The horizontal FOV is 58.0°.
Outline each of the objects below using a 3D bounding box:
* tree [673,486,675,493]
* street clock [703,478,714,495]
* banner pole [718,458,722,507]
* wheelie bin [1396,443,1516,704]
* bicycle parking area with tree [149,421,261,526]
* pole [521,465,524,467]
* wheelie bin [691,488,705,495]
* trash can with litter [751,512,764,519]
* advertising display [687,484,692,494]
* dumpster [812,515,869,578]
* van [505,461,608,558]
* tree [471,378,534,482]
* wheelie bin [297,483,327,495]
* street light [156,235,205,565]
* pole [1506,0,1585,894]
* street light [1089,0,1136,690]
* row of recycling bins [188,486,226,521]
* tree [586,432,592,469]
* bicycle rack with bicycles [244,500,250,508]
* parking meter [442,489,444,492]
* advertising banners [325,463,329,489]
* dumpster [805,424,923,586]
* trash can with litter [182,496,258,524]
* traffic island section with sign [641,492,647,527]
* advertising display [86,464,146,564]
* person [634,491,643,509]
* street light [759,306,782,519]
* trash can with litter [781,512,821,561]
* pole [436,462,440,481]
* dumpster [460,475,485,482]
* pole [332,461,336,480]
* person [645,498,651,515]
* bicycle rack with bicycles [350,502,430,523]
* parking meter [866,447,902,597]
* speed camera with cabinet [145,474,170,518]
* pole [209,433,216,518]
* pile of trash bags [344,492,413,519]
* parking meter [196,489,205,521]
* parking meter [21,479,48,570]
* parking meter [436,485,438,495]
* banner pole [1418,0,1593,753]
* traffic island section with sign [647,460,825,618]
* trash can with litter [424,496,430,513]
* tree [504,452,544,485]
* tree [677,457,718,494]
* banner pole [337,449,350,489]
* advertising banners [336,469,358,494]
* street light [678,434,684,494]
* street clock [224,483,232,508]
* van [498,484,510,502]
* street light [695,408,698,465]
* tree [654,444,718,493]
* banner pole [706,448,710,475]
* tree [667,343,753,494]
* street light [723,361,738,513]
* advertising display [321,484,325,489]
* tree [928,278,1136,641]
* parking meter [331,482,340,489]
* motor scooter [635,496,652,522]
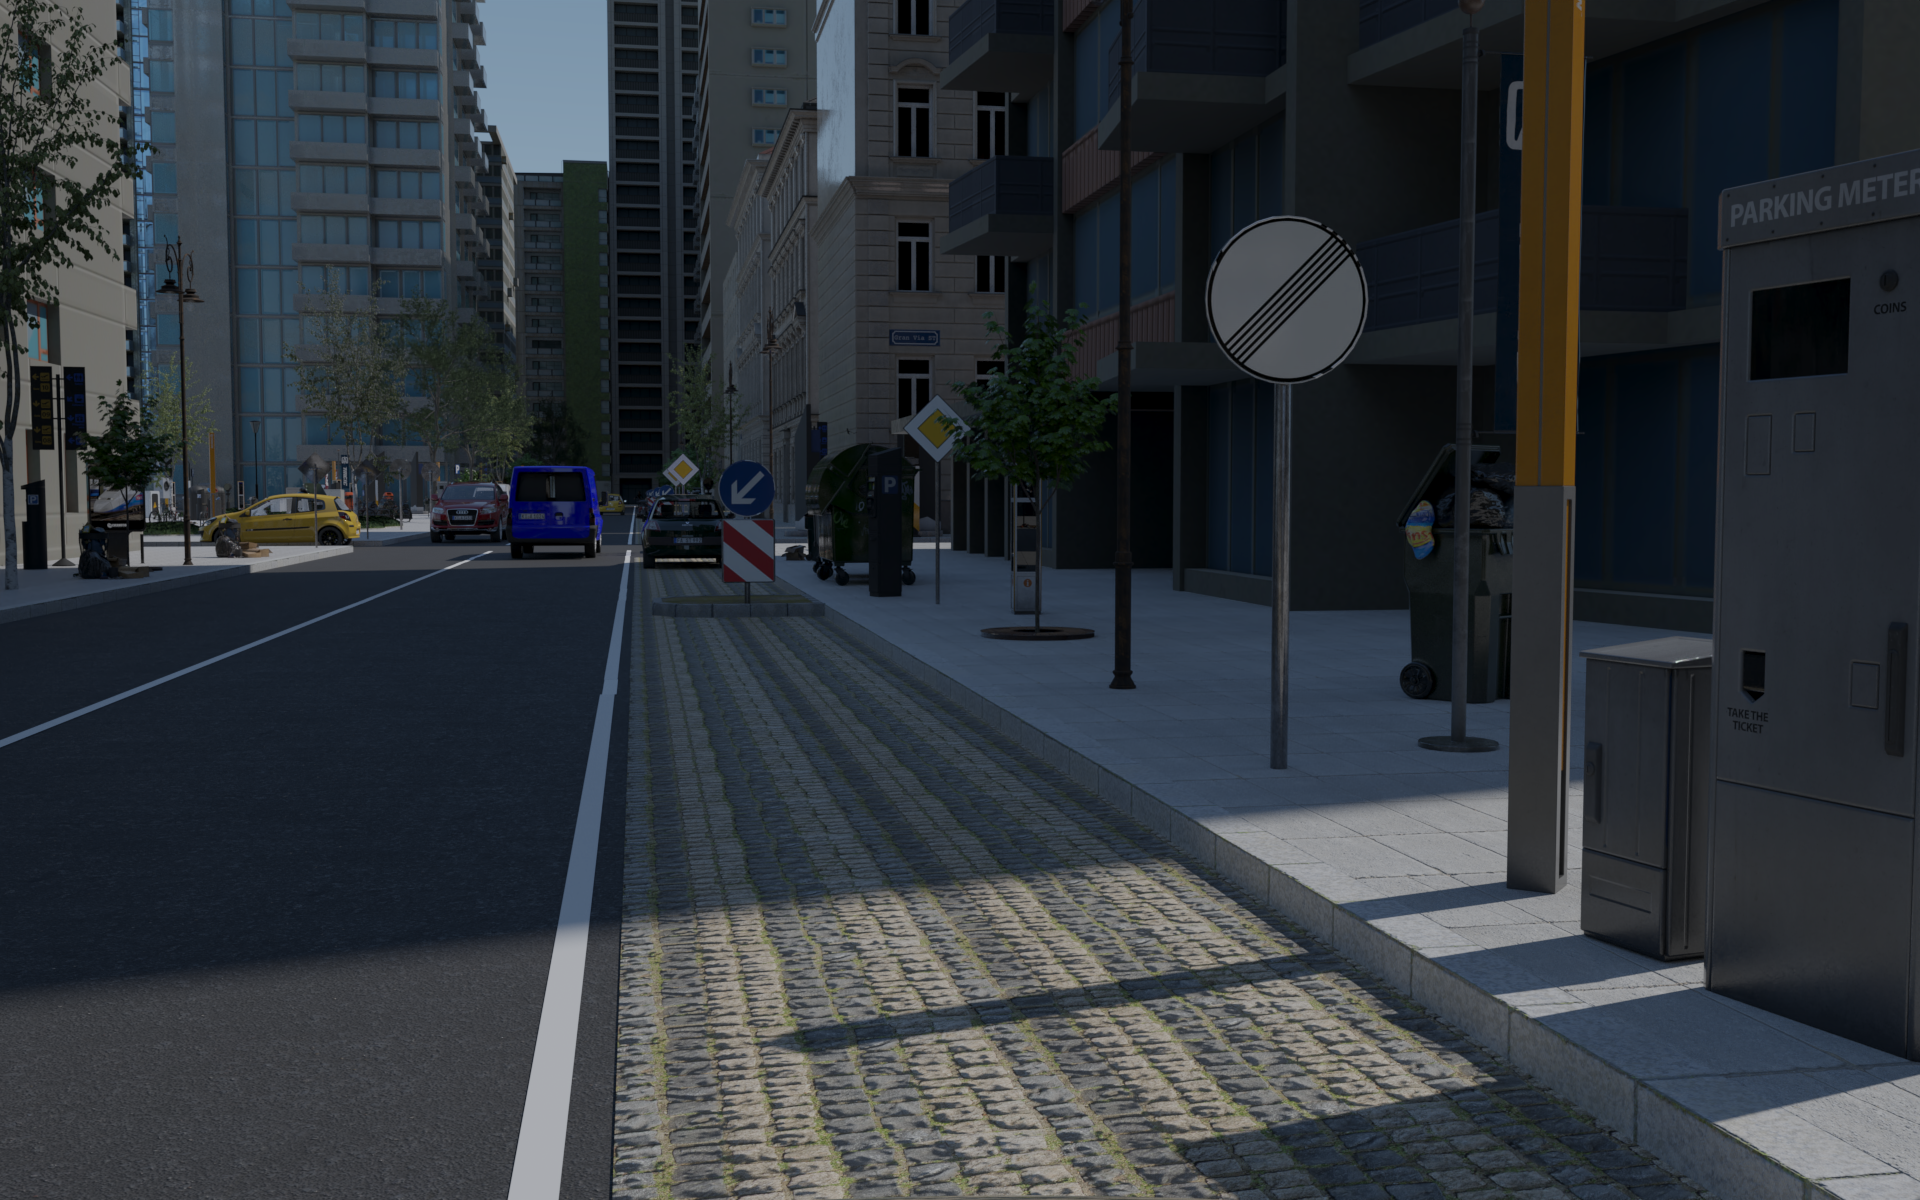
[{"bbox_3d":[-28.083,-10.860,172.166,1.663,3.219,1.824,0,3,0],"label":"tree"},{"bbox_3d":[-11.073,-4.383,76.225,0.471,2.002,0.358,-1,4,-11],"label":"street clock"},{"bbox_3d":[-16.183,-7.771,117.065,0.401,3.779,0.863,1,4,11],"label":"banner pole"},{"bbox_3d":[3.217,-0.182,10.879,0.980,1.594,0.693,-3,5,-43],"label":"wheelie bin"},{"bbox_3d":[-30.163,-4.932,67.646,8.231,4.147,9.016,1,4,14],"label":"bicycle parking area with tree"},{"bbox_3d":[-31.103,-7.915,123.246,0.158,3.312,0.155,0,3,0],"label":"pole"},{"bbox_3d":[-12.921,-4.765,85.821,0.980,1.594,0.693,2,4,27],"label":"wheelie bin"},{"bbox_3d":[-8.104,-3.356,65.931,2.233,1.210,1.678,-2,4,-27],"label":"trash can with litter"},{"bbox_3d":[-15.698,-5.949,102.478,0.974,1.923,0.123,1,4,17],"label":"advertising display"},{"bbox_3d":[-1.649,-1.309,27.167,1.264,1.857,1.865,-1,4,-11],"label":"dumpster"},{"bbox_3d":[-9.374,-2.198,40.321,2.240,2.365,5.245,-1,4,-10],"label":"van"},{"bbox_3d":[-28.058,-9.493,105.578,4.737,8.622,4.395,0,3,0],"label":"tree"},{"bbox_3d":[-18.097,-2.473,48.336,0.693,1.594,0.980,2,4,24],"label":"wheelie bin"},{"bbox_3d":[-13.953,-3.568,31.125,0.468,5.910,1.993,-1,4,-11],"label":"street light"},{"bbox_3d":[1.884,-0.716,5.556,0.158,3.312,0.155,0,3,0],"label":"pole"},{"bbox_3d":[1.075,-2.354,11.273,0.468,5.910,1.993,-1,4,-11],"label":"street light"},{"bbox_3d":[-37.314,-4.806,85.691,1.069,1.692,3.534,0,4,-4],"label":"row of recycling bins"},{"bbox_3d":[-38.055,-13.786,159.811,8.767,10.594,7.601,0,4,-6],"label":"tree"},{"bbox_3d":[-44.933,-5.998,111.449,2.852,0.926,2.925,2,4,32],"label":"bicycle rack with bicycles"},{"bbox_3d":[-22.535,-4.140,76.094,0.372,1.533,0.369,0,3,0],"label":"parking meter"},{"bbox_3d":[-35.772,-6.170,97.069,0.090,3.025,2.074,0,4,2],"label":"advertising banners"},{"bbox_3d":[-1.388,-1.374,24.962,1.502,2.255,1.985,-1,4,-10],"label":"dumpster"},{"bbox_3d":[-26.216,-3.111,61.919,1.678,1.210,2.233,2,4,34],"label":"trash can with litter"},{"bbox_3d":[-13.015,-4.130,76.147,1.989,1.847,2.006,-1,4,-11],"label":"traffic island section with sign"},{"bbox_3d":[-15.415,-1.617,31.655,0.974,1.923,0.123,-3,5,-41],"label":"advertising display"},{"bbox_3d":[-31.899,-9.945,171.928,0.721,1.723,1.217,2,4,35],"label":"person"},{"bbox_3d":[-4.671,-4.281,42.775,0.468,5.910,1.993,-1,4,-11],"label":"street light"},{"bbox_3d":[-2.937,-1.342,33.336,1.055,1.170,0.624,1,4,18],"label":"trash can with litter"},{"bbox_3d":[-33.266,-7.132,110.452,0.158,3.312,0.155,0,3,0],"label":"pole"},{"bbox_3d":[-24.394,-5.165,86.934,1.502,2.255,1.985,-1,4,-10],"label":"dumpster"},{"bbox_3d":[-38.699,-6.928,107.120,0.158,3.312,0.155,0,3,0],"label":"pole"},{"bbox_3d":[-21.579,-6.479,119.935,0.738,1.151,1.012,0,4,4],"label":"person"},{"bbox_3d":[-26.079,-3.973,78.341,2.925,0.926,2.852,1,4,12],"label":"bicycle rack with bicycles"},{"bbox_3d":[-0.947,-0.975,21.649,0.399,1.863,0.255,-2,4,-30],"label":"parking meter"},{"bbox_3d":[-43.705,-6.099,94.046,0.660,3.252,2.038,0,4,4],"label":"speed camera with cabinet"},{"bbox_3d":[-24.844,-3.898,57.575,0.158,3.312,0.155,0,3,0],"label":"pole"},{"bbox_3d":[-29.934,-4.826,88.655,1.912,1.369,3.447,3,5,43],"label":"pile of trash bags"},{"bbox_3d":[-36.525,-4.580,83.300,0.372,1.533,0.369,0,3,0],"label":"parking meter"},{"bbox_3d":[-15.760,-1.289,29.482,0.372,1.533,0.369,0,3,0],"label":"parking meter"},{"bbox_3d":[-32.750,-6.284,108.456,0.255,1.863,0.399,0,4,-1],"label":"parking meter"},{"bbox_3d":[2.755,-1.144,8.716,0.863,3.779,0.401,-1,4,-11],"label":"banner pole"},{"bbox_3d":[-2.720,-0.752,20.918,1.989,1.847,2.006,-1,4,-11],"label":"traffic island section with sign"},{"bbox_3d":[-35.604,-6.447,116.794,1.055,1.170,0.624,-1,4,-18],"label":"trash can with litter"},{"bbox_3d":[-35.760,-9.721,142.644,4.285,4.588,4.351,0,3,0],"label":"tree"},{"bbox_3d":[-14.852,-6.361,98.598,1.663,3.219,1.824,0,3,0],"label":"tree"},{"bbox_3d":[-34.462,-6.525,96.700,0.401,3.779,0.863,3,5,40],"label":"banner pole"},{"bbox_3d":[-42.775,-7.598,120.413,2.074,3.025,0.090,1,4,19],"label":"advertising banners"},{"bbox_3d":[-19.936,-9.244,123.932,0.468,5.910,1.993,-1,4,-11],"label":"street light"},{"bbox_3d":[-49.389,-6.869,116.872,0.471,2.002,0.358,1,4,14],"label":"street clock"},{"bbox_3d":[-18.804,-3.830,69.626,2.013,2.044,4.112,-1,4,-11],"label":"van"},{"bbox_3d":[-14.022,-7.317,92.425,0.468,5.910,1.993,-1,4,-11],"label":"street light"},{"bbox_3d":[-16.617,-7.524,106.727,4.285,4.588,4.351,0,3,0],"label":"tree"},{"bbox_3d":[-13.763,-6.400,94.664,0.401,3.779,0.863,-1,4,-22],"label":"banner pole"},{"bbox_3d":[-12.376,-8.163,83.824,4.737,8.622,4.395,0,3,0],"label":"tree"},{"bbox_3d":[-7.952,-5.343,60.142,0.468,5.910,1.993,-1,4,-11],"label":"street light"},{"bbox_3d":[-41.411,-6.516,111.751,0.974,1.923,0.123,-3,4,-36],"label":"advertising display"},{"bbox_3d":[0.689,-1.289,15.681,1.663,3.219,1.824,0,3,0],"label":"tree"},{"bbox_3d":[-31.291,-4.960,86.807,0.399,1.863,0.255,2,4,35],"label":"parking meter"},{"bbox_3d":[-16.214,-4.646,88.737,0.815,1.314,1.986,-1,4,-9],"label":"motor scooter"}]
